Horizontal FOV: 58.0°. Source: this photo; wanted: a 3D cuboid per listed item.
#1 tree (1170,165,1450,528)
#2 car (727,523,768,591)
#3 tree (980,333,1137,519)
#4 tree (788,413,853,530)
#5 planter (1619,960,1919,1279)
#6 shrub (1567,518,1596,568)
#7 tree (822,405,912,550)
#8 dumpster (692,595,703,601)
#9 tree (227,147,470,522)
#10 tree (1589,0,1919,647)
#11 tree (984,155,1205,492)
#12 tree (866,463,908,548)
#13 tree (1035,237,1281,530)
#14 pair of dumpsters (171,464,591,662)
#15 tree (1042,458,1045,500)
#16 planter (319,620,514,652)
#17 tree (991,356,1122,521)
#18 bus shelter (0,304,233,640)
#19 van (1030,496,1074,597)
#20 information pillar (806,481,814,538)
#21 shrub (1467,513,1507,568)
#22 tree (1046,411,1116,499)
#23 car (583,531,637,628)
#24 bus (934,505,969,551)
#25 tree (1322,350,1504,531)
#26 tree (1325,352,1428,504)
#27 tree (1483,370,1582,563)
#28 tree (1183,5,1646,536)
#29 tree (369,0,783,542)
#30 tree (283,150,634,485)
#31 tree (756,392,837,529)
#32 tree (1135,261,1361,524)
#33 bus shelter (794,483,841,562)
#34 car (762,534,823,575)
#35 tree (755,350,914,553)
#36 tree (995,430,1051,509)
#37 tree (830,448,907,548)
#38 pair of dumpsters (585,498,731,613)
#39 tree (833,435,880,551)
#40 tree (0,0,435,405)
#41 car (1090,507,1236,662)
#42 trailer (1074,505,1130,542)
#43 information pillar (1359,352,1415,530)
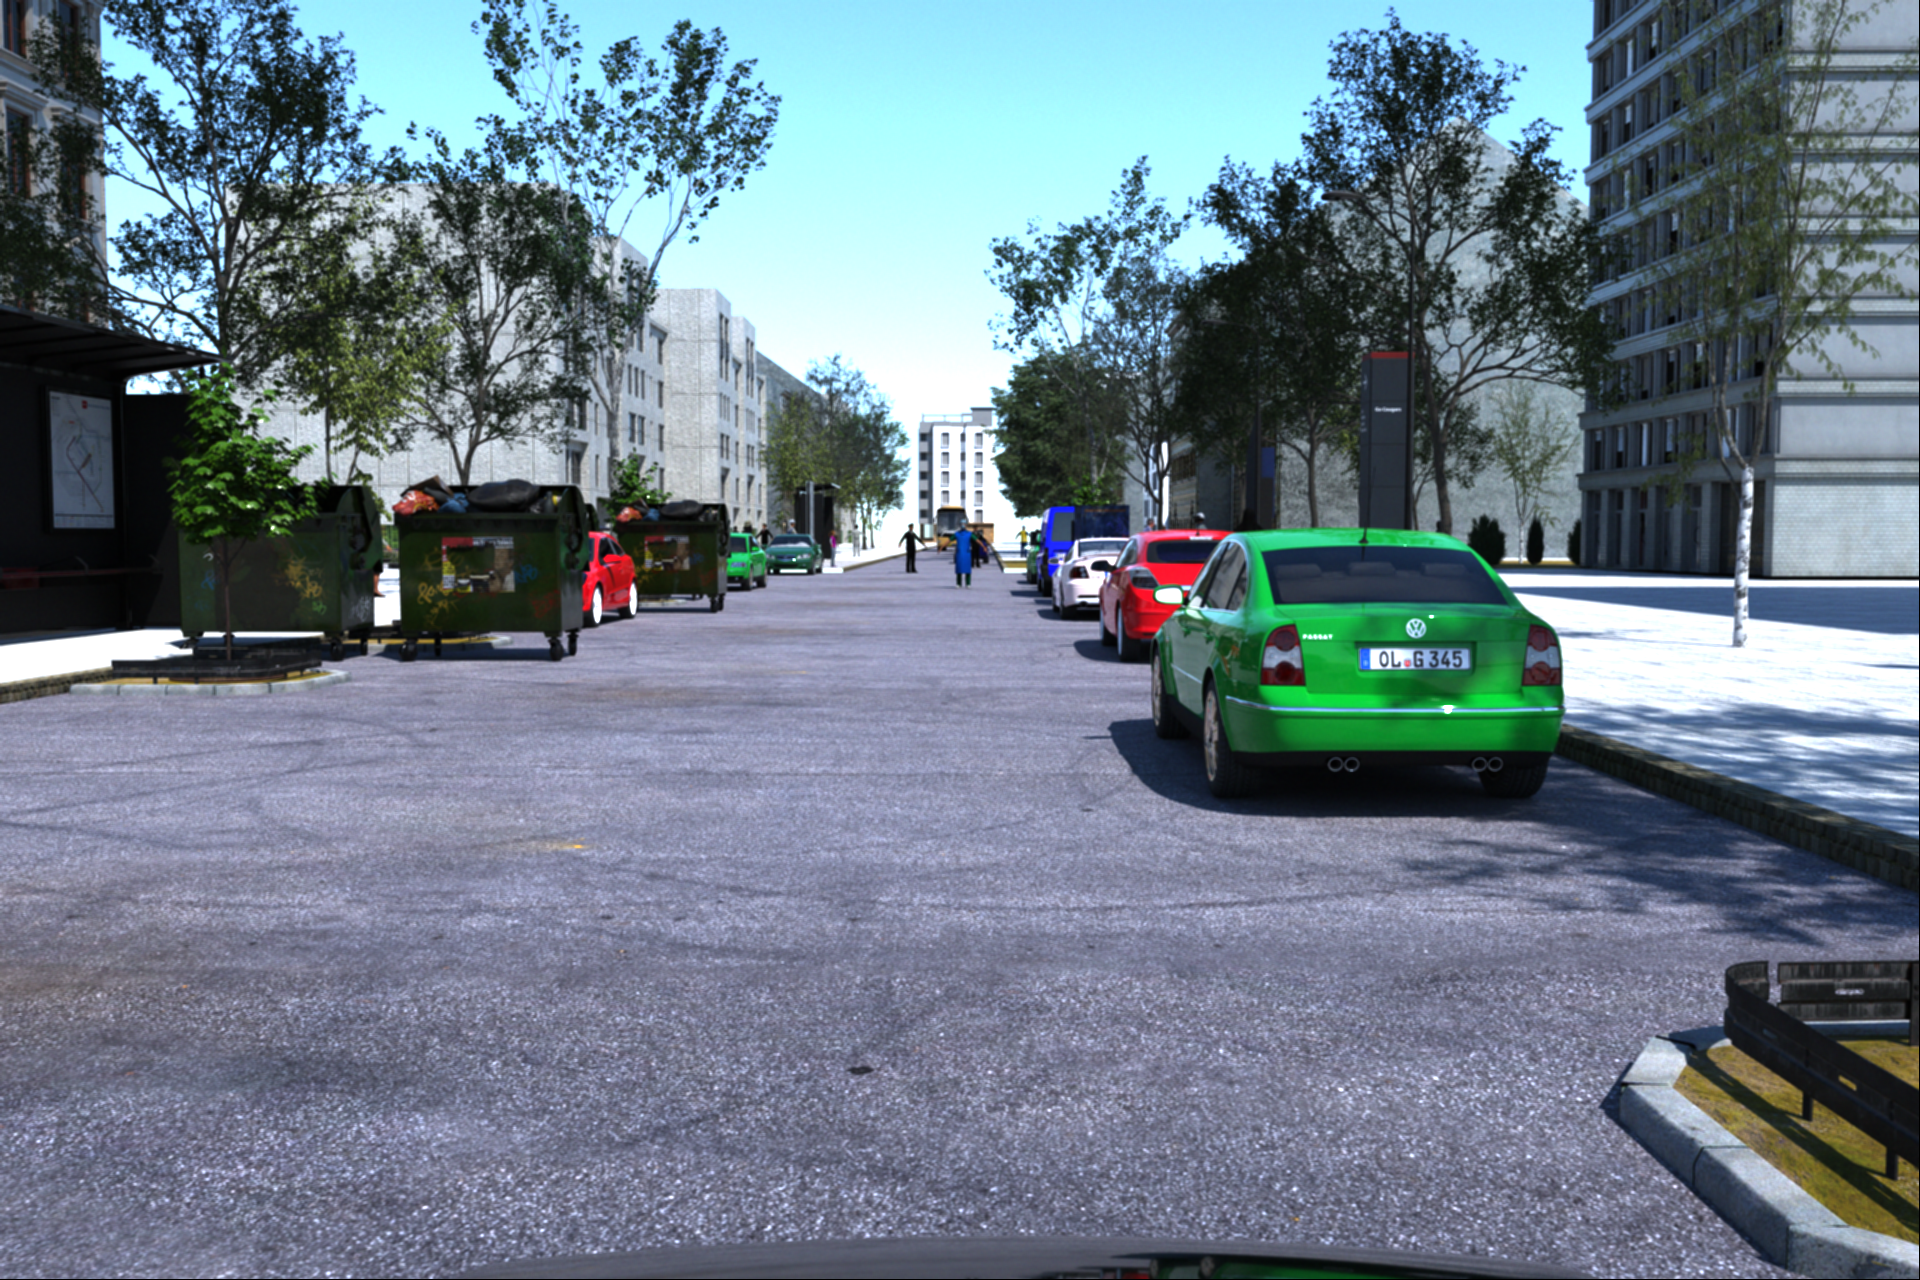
[{"bbox_3d":[8.847,-6.720,44.286,7.601,10.594,8.767,1,4,12],"label":"tree"},{"bbox_3d":[-6.092,-2.213,44.971,1.959,1.807,4.718,0,4,1],"label":"car"},{"bbox_3d":[6.447,-12.420,109.728,9.857,13.997,8.962,0,3,0],"label":"tree"},{"bbox_3d":[-8.130,-9.439,104.694,4.360,8.622,3.978,0,3,0],"label":"tree"},{"bbox_3d":[2.603,1.058,3.840,1.991,0.319,1.994,0,4,0],"label":"planter"},{"bbox_3d":[23.659,-3.741,65.205,1.661,2.075,1.752,0,3,0],"label":"shrub"},{"bbox_3d":[-7.605,-13.040,138.958,9.928,11.665,9.643,0,3,0],"label":"tree"},{"bbox_3d":[-6.431,-1.807,37.763,1.865,1.857,1.264,0,4,1],"label":"dumpster"},{"bbox_3d":[-12.069,-5.112,33.941,4.737,8.622,4.395,0,3,0],"label":"tree"},{"bbox_3d":[8.667,-4.217,19.305,4.360,8.622,3.978,0,3,0],"label":"tree"},{"bbox_3d":[7.124,-14.229,88.526,12.611,20.169,13.585,0,3,0],"label":"tree"},{"bbox_3d":[-7.256,-12.950,162.100,4.737,8.622,4.395,0,3,0],"label":"tree"},{"bbox_3d":[8.353,-9.932,72.750,12.009,13.543,11.850,0,3,0],"label":"tree"},{"bbox_3d":[-6.576,-0.911,19.839,4.436,2.255,1.574,0,4,0],"label":"pair of dumpsters"},{"bbox_3d":[8.022,-13.373,153.065,8.767,10.594,7.601,0,4,-6],"label":"tree"},{"bbox_3d":[-6.818,-0.058,22.088,1.991,0.319,1.994,0,4,2],"label":"planter"},{"bbox_3d":[6.768,-13.151,121.668,9.857,13.997,8.962,0,3,0],"label":"tree"},{"bbox_3d":[-10.596,-1.762,20.097,1.731,3.624,6.357,0,4,1],"label":"bus shelter"},{"bbox_3d":[2.827,-2.247,41.119,2.240,2.365,5.245,0,4,0],"label":"van"},{"bbox_3d":[-6.672,-5.250,77.158,0.184,3.620,1.656,0,4,1],"label":"information pillar"},{"bbox_3d":[19.722,-3.731,65.046,1.661,2.075,1.752,0,3,0],"label":"shrub"},{"bbox_3d":[6.721,-9.262,101.797,4.360,8.622,3.978,0,3,0],"label":"tree"},{"bbox_3d":[-6.416,-1.150,27.836,2.155,1.783,4.494,0,4,1],"label":"car"},{"bbox_3d":[-0.676,-9.625,148.918,2.896,3.916,12.252,0,4,1],"label":"bus"},{"bbox_3d":[22.034,-9.117,83.475,8.767,10.594,7.601,0,4,-7],"label":"tree"},{"bbox_3d":[16.740,-7.358,70.662,4.737,8.622,4.395,0,3,0],"label":"tree"},{"bbox_3d":[24.558,-7.673,75.823,4.360,8.622,3.978,0,3,0],"label":"tree"},{"bbox_3d":[8.454,-5.879,30.538,8.767,10.594,7.601,-3,4,-37],"label":"tree"},{"bbox_3d":[-13.395,-12.461,59.626,12.611,20.169,13.585,0,3,0],"label":"tree"},{"bbox_3d":[-12.486,-6.635,42.898,8.767,10.594,7.601,-1,4,-16],"label":"tree"},{"bbox_3d":[-8.819,-8.590,90.802,4.737,8.622,4.395,0,3,0],"label":"tree"},{"bbox_3d":[9.401,-7.441,56.079,7.601,10.594,8.767,-3,5,-41],"label":"tree"},{"bbox_3d":[-6.792,-5.607,82.962,1.731,3.624,6.357,0,3,0],"label":"bus shelter"},{"bbox_3d":[-5.974,-3.075,62.068,2.131,1.459,4.920,0,4,1],"label":"car"},{"bbox_3d":[-8.632,-12.604,116.453,12.009,13.543,11.850,0,3,0],"label":"tree"},{"bbox_3d":[8.394,-15.808,168.836,12.009,13.543,11.850,0,3,0],"label":"tree"},{"bbox_3d":[-8.107,-13.456,154.419,7.601,10.594,8.767,1,4,17],"label":"tree"},{"bbox_3d":[-6.484,-1.641,31.780,4.436,2.255,1.574,0,4,1],"label":"pair of dumpsters"},{"bbox_3d":[-7.854,-10.890,128.411,4.737,8.622,4.395,0,3,0],"label":"tree"},{"bbox_3d":[-12.158,-5.670,27.113,8.767,10.594,7.601,0,4,3],"label":"tree"},{"bbox_3d":[2.686,-0.727,20.928,2.155,1.783,4.494,0,4,0],"label":"car"},{"bbox_3d":[2.882,-1.768,35.959,1.471,1.999,3.904,0,4,1],"label":"trailer"},{"bbox_3d":[6.141,-2.177,24.973,0.750,3.857,0.750,0,4,1],"label":"information pillar"}]
